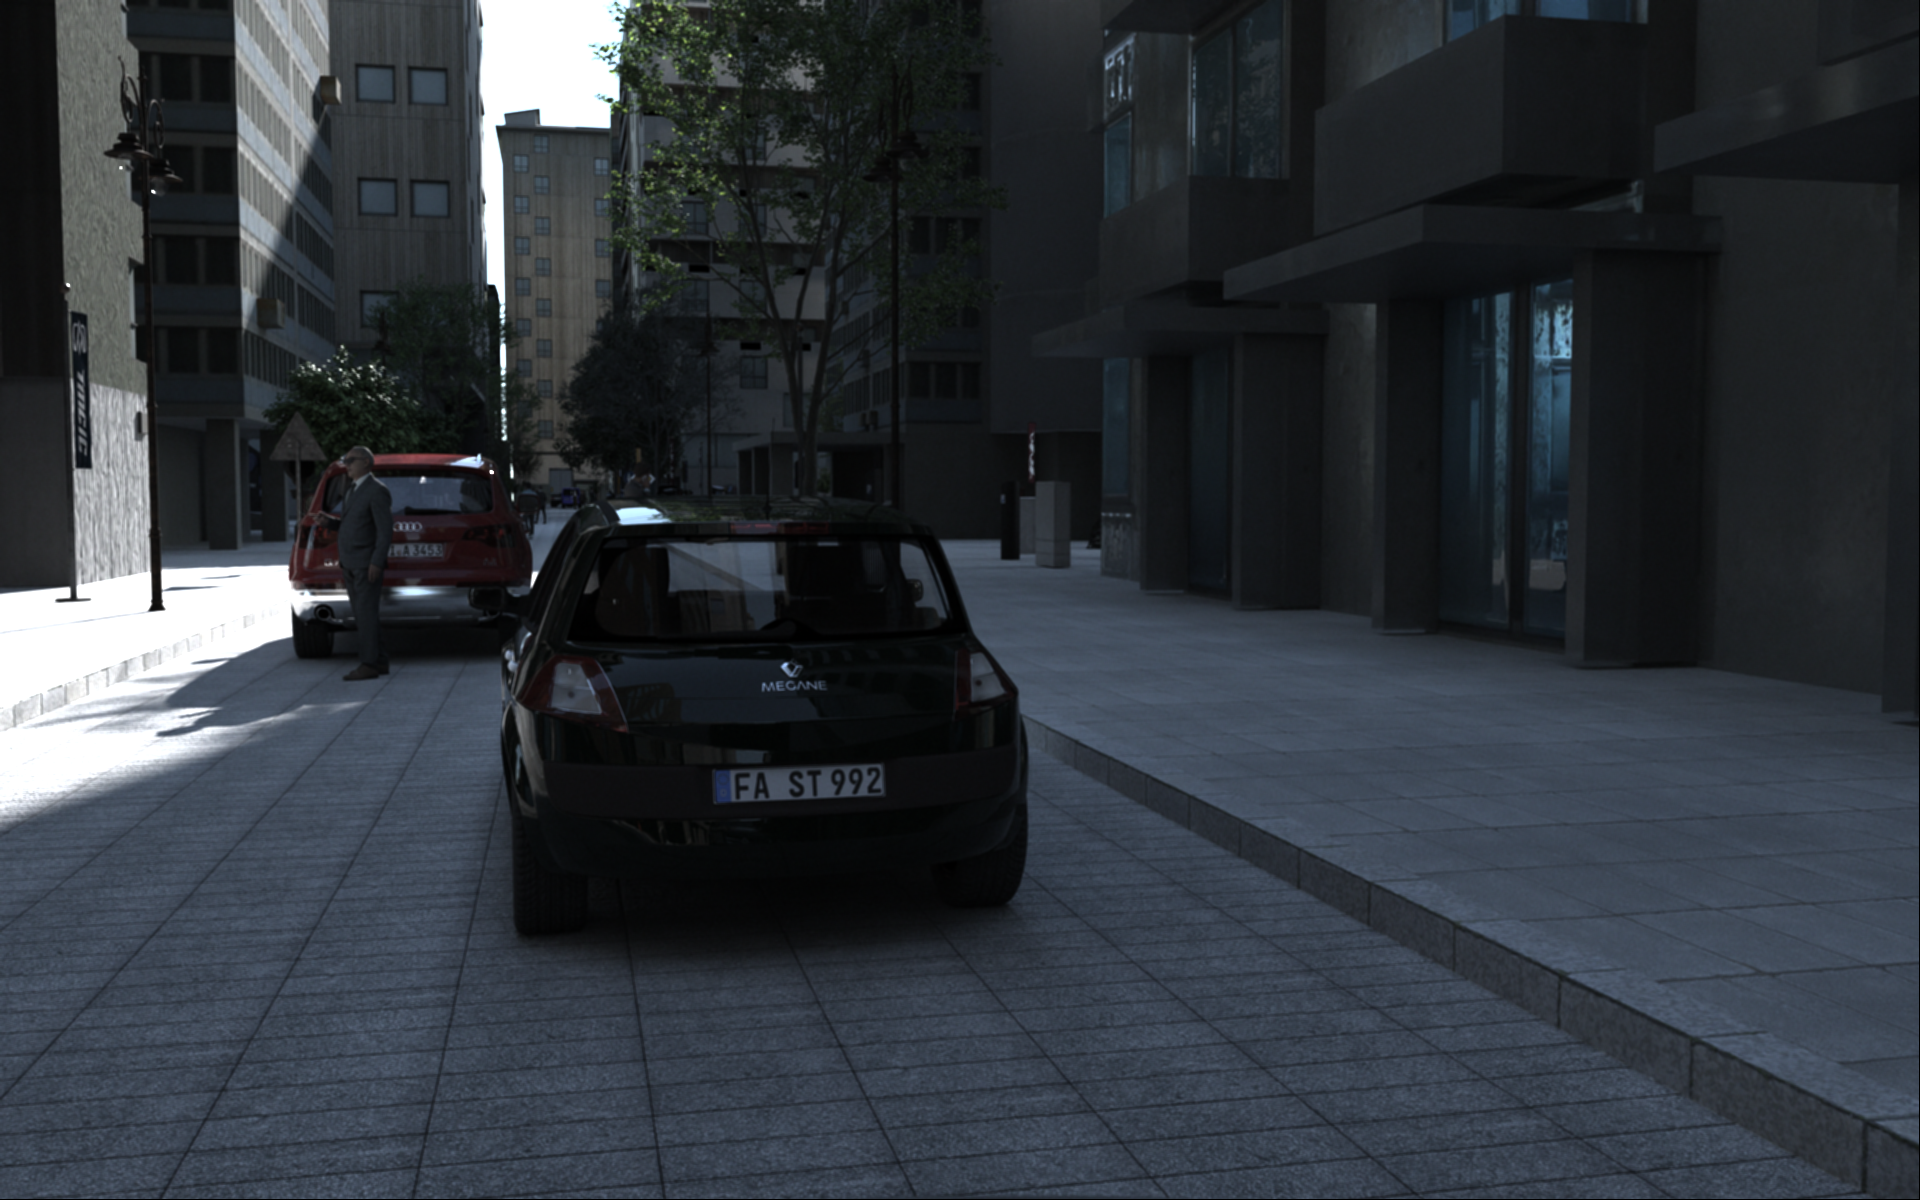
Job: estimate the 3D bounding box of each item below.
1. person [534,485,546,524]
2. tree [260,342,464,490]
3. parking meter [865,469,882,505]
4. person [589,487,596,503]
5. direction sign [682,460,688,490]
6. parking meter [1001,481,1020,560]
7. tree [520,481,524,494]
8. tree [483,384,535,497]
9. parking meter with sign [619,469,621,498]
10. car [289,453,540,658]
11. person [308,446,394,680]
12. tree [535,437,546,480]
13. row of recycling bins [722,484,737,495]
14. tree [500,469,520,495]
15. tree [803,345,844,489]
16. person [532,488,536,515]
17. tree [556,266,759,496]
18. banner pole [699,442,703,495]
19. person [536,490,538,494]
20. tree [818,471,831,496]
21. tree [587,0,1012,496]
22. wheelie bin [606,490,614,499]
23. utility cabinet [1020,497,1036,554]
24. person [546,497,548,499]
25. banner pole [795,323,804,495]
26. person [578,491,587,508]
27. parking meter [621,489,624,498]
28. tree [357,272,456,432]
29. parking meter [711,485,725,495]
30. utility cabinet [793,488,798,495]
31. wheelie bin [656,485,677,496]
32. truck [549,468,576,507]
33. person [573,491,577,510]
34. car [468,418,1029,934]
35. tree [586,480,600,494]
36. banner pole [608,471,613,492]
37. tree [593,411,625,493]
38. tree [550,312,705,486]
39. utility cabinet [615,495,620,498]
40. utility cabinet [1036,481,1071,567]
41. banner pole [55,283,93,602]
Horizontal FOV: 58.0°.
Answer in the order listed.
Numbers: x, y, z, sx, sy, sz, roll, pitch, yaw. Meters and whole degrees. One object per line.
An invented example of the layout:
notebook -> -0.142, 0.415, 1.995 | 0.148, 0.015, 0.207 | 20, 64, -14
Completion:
person -> -20.175, -4.580, 83.166 | 0.755, 1.850, 0.659 | 2, 4, 34
tree -> -13.384, -3.303, 37.713 | 4.285, 4.588, 4.351 | 0, 3, 0
parking meter -> -2.024, -2.125, 40.462 | 0.255, 1.863, 0.399 | -3, 4, -36
person -> -25.903, -6.999, 122.299 | 0.648, 1.900, 0.474 | 2, 4, 27
direction sign -> -18.560, -7.640, 116.916 | 0.379, 3.537, 0.876 | -2, 4, -31
parking meter -> 0.986, -1.558, 33.892 | 0.372, 1.533, 0.369 | 0, 3, 0
tree -> -47.947, -11.669, 185.393 | 1.663, 3.219, 1.824 | 0, 3, 0
tree -> -31.324, -10.184, 116.873 | 4.360, 8.622, 3.978 | 0, 3, 0
parking meter with sign -> -23.332, -7.549, 119.691 | 0.543, 3.016, 1.738 | -1, 4, -8
car -> -5.237, -0.500, 16.845 | 2.281, 1.827, 5.304 | -1, 4, -15
person -> -4.724, -0.295, 13.507 | 0.661, 1.801, 0.590 | 3, 5, 43
tree -> -44.304, -13.677, 173.974 | 4.360, 8.622, 3.978 | 0, 3, 0
row of recycling bins -> -8.654, -3.737, 68.216 | 1.069, 1.692, 3.534 | -2, 4, -24
tree -> -35.448, -8.574, 134.781 | 1.663, 3.219, 1.824 | 0, 3, 0
tree -> -5.548, -8.083, 82.527 | 4.737, 8.622, 4.395 | 0, 3, 0
person -> -29.582, -6.816, 120.041 | 0.679, 1.850, 0.850 | 2, 4, 26
tree -> -15.712, -10.990, 90.054 | 12.009, 13.543, 11.850 | 0, 3, 0
banner pole -> -12.423, -5.692, 83.080 | 0.401, 3.779, 0.863 | -1, 4, -18
person -> -39.052, -9.246, 159.757 | 0.705, 1.814, 1.350 | -3, 4, -37
tree -> -9.236, -7.654, 119.751 | 1.663, 3.219, 1.824 | 0, 3, 0
tree -> -2.895, -6.505, 32.120 | 9.928, 11.665, 9.643 | 0, 3, 0
wheelie bin -> -27.784, -7.936, 137.656 | 0.693, 1.594, 0.980 | -1, 4, -16
utility cabinet -> 1.438, -1.586, 37.100 | 1.020, 1.237, 0.306 | -1, 4, -13
person -> -39.832, -9.554, 164.705 | 1.348, 1.824, 0.705 | 0, 4, 4
banner pole -> -2.360, -2.183, 25.704 | 0.401, 3.779, 0.863 | 0, 4, -4
person -> -34.926, -9.247, 160.235 | 0.990, 1.755, 0.434 | 2, 4, 25
parking meter -> -18.128, -5.203, 93.483 | 0.372, 1.533, 0.369 | 0, 3, 0
tree -> -24.095, -9.456, 80.353 | 9.928, 11.665, 9.643 | 0, 3, 0
parking meter -> -6.792, -2.462, 48.670 | 0.372, 1.533, 0.369 | 0, 3, 0
utility cabinet -> -6.710, -3.625, 67.949 | 1.173, 1.500, 0.318 | -1, 4, -17
wheelie bin -> -9.813, -3.087, 58.380 | 0.980, 1.594, 0.693 | -2, 4, -27
truck -> -44.207, -12.449, 192.459 | 2.839, 4.237, 11.283 | -1, 4, -11
person -> -34.879, -9.059, 157.337 | 0.721, 1.736, 1.217 | -1, 4, -12
car -> -1.004, 0.160, 7.178 | 2.009, 1.686, 4.222 | -1, 4, -15
tree -> -44.549, -13.276, 211.666 | 1.663, 3.219, 1.824 | 0, 3, 0
banner pole -> -29.320, -9.480, 145.018 | 0.863, 3.779, 0.401 | 3, 5, 41
tree -> -30.778, -12.381, 152.790 | 4.360, 8.622, 3.978 | 0, 3, 0
tree -> -20.718, -11.670, 107.817 | 9.611, 12.733, 9.660 | 0, 3, 0
utility cabinet -> -27.735, -7.854, 139.568 | 1.020, 1.237, 0.306 | -3, 4, -39
utility cabinet -> 1.638, -1.327, 30.372 | 0.318, 1.500, 1.173 | -1, 4, -13
banner pole -> -10.649, -1.888, 20.893 | 0.401, 3.779, 0.863 | 0, 4, -4
